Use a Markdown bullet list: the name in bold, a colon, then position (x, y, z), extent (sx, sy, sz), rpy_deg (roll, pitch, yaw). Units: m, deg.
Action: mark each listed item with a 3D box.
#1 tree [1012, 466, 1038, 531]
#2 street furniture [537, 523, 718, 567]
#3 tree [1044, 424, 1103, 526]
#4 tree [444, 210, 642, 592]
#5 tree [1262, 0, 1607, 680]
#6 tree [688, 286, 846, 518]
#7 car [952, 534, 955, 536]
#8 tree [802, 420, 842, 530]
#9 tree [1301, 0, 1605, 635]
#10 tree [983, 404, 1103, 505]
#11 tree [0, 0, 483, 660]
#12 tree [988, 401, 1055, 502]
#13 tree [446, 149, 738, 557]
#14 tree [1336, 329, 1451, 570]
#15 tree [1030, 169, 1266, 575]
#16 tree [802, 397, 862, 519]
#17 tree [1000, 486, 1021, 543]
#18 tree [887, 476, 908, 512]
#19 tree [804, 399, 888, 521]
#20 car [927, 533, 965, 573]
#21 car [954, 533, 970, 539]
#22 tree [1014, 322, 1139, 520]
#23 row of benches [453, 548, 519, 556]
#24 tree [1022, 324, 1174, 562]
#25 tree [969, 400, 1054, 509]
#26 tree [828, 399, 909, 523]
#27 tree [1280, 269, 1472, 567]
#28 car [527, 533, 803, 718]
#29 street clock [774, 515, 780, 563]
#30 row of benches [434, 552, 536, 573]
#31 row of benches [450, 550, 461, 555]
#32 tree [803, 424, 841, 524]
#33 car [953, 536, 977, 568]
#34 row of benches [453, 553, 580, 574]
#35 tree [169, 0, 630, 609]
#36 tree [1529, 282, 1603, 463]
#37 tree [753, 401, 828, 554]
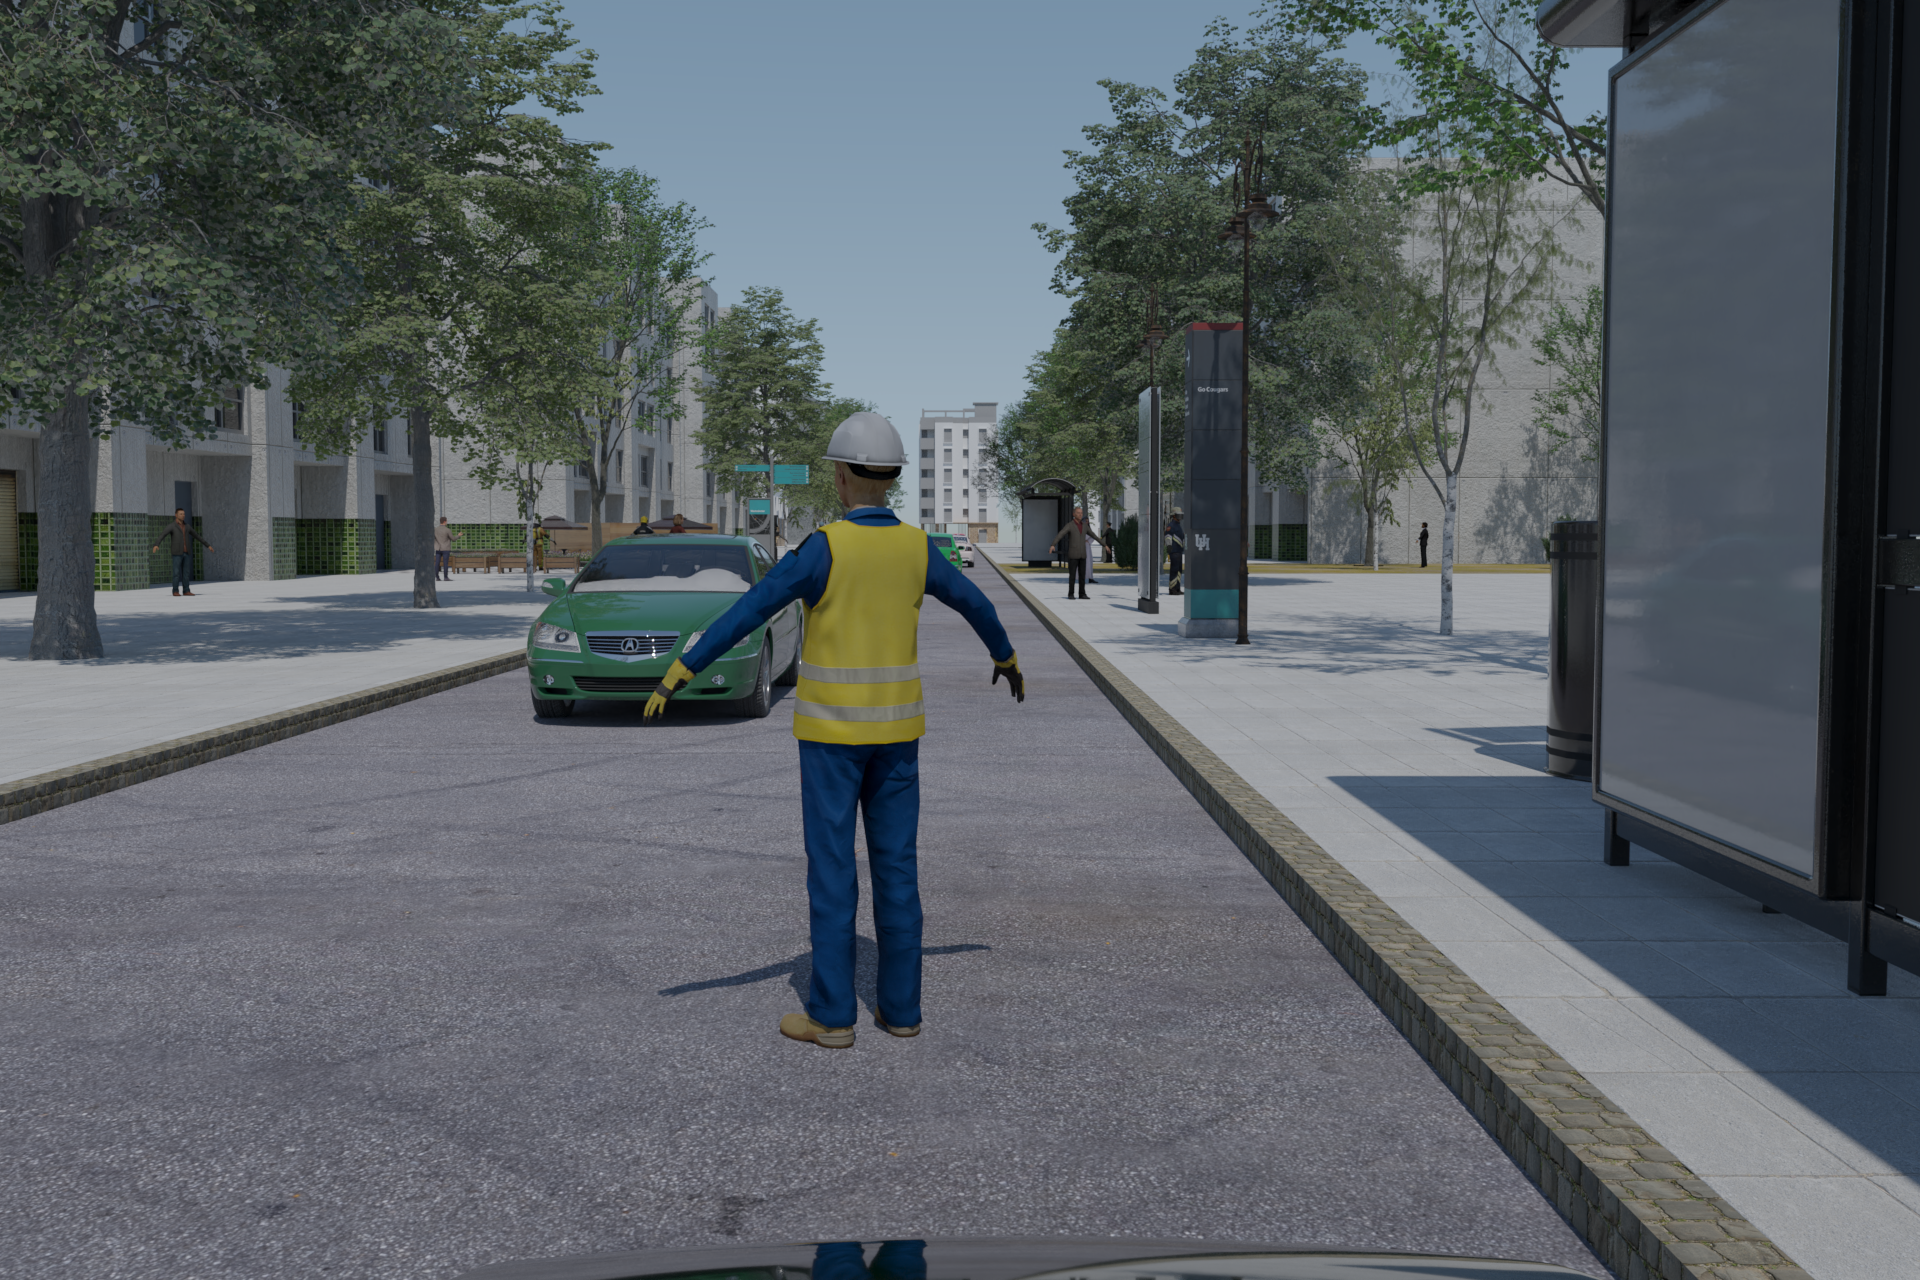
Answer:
- **tree**: position (6.098, -11.726, 142.076), extent (4.360, 8.622, 3.978), rpy_deg (0, 3, 0)
- **street furniture**: position (-13.769, -3.820, 69.303), extent (9.812, 1.723, 11.010), rpy_deg (-3, 5, -42)
- **tree**: position (6.643, -9.442, 104.741), extent (4.737, 8.622, 4.395), rpy_deg (0, 3, 0)
- **tree**: position (-9.327, -5.376, 38.253), extent (4.737, 8.622, 4.395), rpy_deg (0, 3, 0)
- **tree**: position (5.784, -5.414, 14.267), extent (9.928, 11.665, 9.643), rpy_deg (0, 3, 0)
- **tree**: position (-9.170, -9.897, 79.947), extent (7.486, 12.596, 7.792), rpy_deg (0, 3, 0)
- **car**: position (-1.025, -8.359, 146.458), extent (2.009, 1.686, 4.222), rpy_deg (0, 4, -1)
- **tree**: position (-8.766, -9.700, 108.955), extent (4.737, 8.622, 4.395), rpy_deg (0, 3, 0)
- **tree**: position (6.138, -4.359, 21.634), extent (4.360, 8.622, 3.978), rpy_deg (0, 3, 0)
- **tree**: position (5.944, -10.967, 113.716), extent (8.767, 10.594, 7.601), rpy_deg (-1, 4, -13)
- **tree**: position (-9.347, -6.785, 17.583), extent (9.857, 13.997, 8.962), rpy_deg (0, 3, 0)
- **tree**: position (6.012, -12.734, 133.951), extent (9.928, 11.665, 9.643), rpy_deg (0, 3, 0)
- **tree**: position (-9.760, -7.380, 46.422), extent (9.928, 11.665, 9.643), rpy_deg (0, 3, 0)
- **tree**: position (14.914, -6.758, 60.849), extent (4.737, 8.622, 4.395), rpy_deg (0, 3, 0)
- **tree**: position (6.101, -8.367, 54.923), extent (7.486, 12.596, 7.792), rpy_deg (0, 3, 0)
- **tree**: position (-9.906, -13.806, 143.850), extent (7.486, 12.596, 7.792), rpy_deg (0, 3, 0)
- **tree**: position (8.372, -18.373, 250.760), extent (4.360, 8.622, 3.978), rpy_deg (0, 3, 0)
- **tree**: position (-11.431, -19.772, 249.025), extent (9.928, 11.665, 9.643), rpy_deg (0, 3, 0)
- **tree**: position (-8.844, -12.644, 132.489), extent (9.928, 11.665, 9.643), rpy_deg (0, 3, 0)
- **car**: position (-0.831, -2.477, 49.303), extent (1.959, 1.807, 4.718), rpy_deg (0, 4, 0)
- **car**: position (-0.177, -9.110, 157.980), extent (2.155, 1.783, 4.494), rpy_deg (0, 4, -1)
- **tree**: position (6.311, -10.521, 90.142), extent (7.486, 12.596, 7.792), rpy_deg (0, 3, 0)
- **row of benches**: position (-20.762, -3.661, 75.319), extent (1.422, 0.672, 4.104), rpy_deg (2, 4, 25)
- **tree**: position (6.777, -9.344, 78.533), extent (9.928, 11.665, 9.643), rpy_deg (0, 3, 0)
- **tree**: position (5.903, -15.104, 157.316), extent (12.009, 13.543, 11.850), rpy_deg (0, 3, 0)
- **tree**: position (-9.600, -15.591, 161.565), extent (9.857, 13.997, 8.962), rpy_deg (0, 3, 0)
- **tree**: position (16.244, -8.730, 68.487), extent (9.928, 11.665, 9.643), rpy_deg (0, 3, 0)
- **car**: position (-2.413, -0.197, 15.027), extent (2.131, 1.459, 4.920), rpy_deg (0, 3, 0)
- **street clock**: position (-7.012, -3.738, 65.692), extent (0.358, 2.002, 0.471), rpy_deg (0, 4, 1)
- **row of benches**: position (-16.046, -2.623, 58.355), extent (4.104, 0.672, 1.422), rpy_deg (1, 4, 21)
- **row of benches**: position (-21.005, -3.276, 69.020), extent (1.422, 0.672, 4.104), rpy_deg (0, 4, 7)
- **tree**: position (-9.297, -10.033, 114.400), extent (4.737, 8.622, 4.395), rpy_deg (0, 3, 0)
- **car**: position (-0.309, -3.866, 75.564), extent (2.083, 1.381, 4.827), rpy_deg (0, 4, 0)
- **row of benches**: position (-14.437, -2.482, 56.052), extent (4.104, 0.672, 1.422), rpy_deg (0, 4, -4)
- **tree**: position (-9.703, -6.821, 29.645), extent (7.486, 12.596, 7.792), rpy_deg (0, 3, 0)
- **tree**: position (26.928, -8.825, 70.046), extent (9.928, 11.665, 9.643), rpy_deg (0, 3, 0)
- **tree**: position (-9.149, -8.738, 93.230), extent (4.737, 8.622, 4.395), rpy_deg (0, 3, 0)
